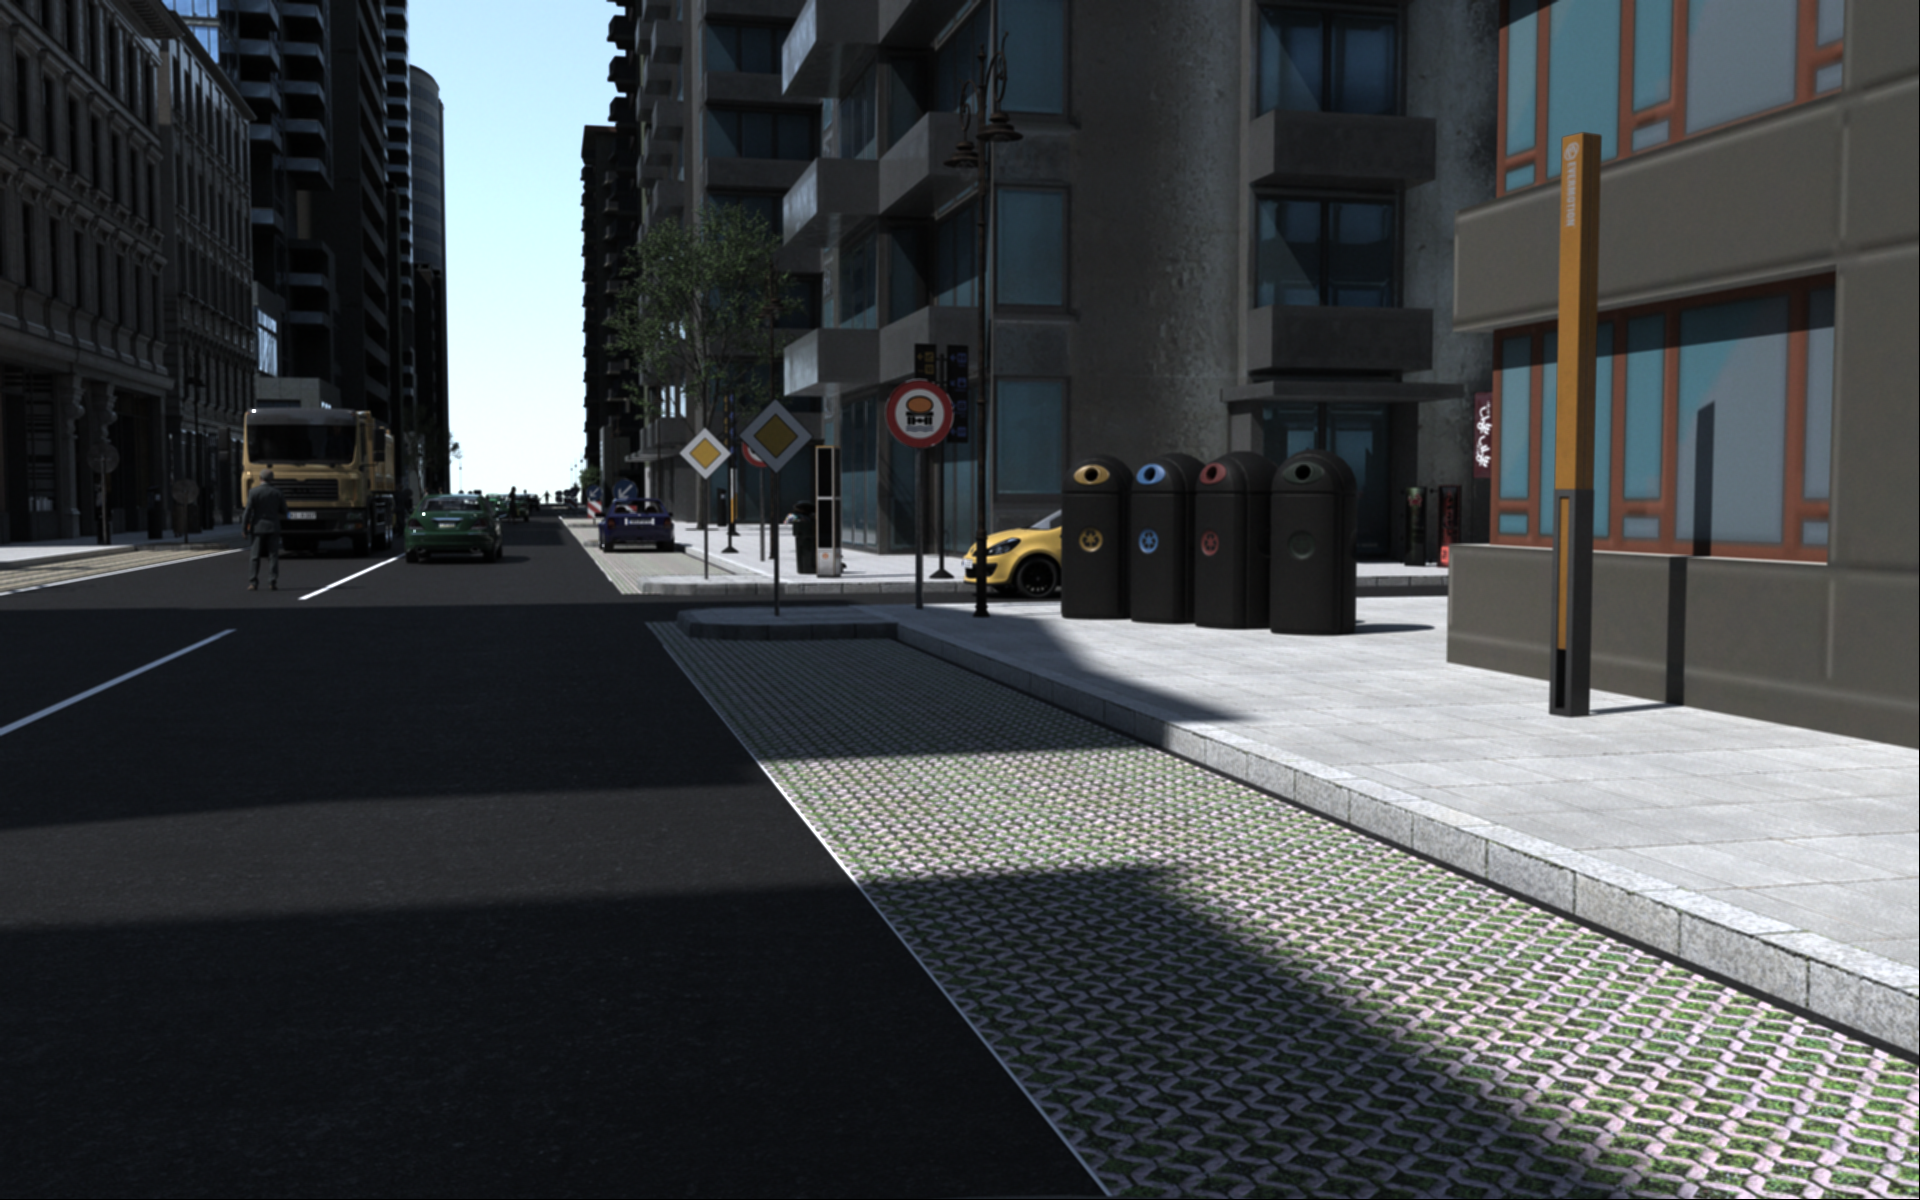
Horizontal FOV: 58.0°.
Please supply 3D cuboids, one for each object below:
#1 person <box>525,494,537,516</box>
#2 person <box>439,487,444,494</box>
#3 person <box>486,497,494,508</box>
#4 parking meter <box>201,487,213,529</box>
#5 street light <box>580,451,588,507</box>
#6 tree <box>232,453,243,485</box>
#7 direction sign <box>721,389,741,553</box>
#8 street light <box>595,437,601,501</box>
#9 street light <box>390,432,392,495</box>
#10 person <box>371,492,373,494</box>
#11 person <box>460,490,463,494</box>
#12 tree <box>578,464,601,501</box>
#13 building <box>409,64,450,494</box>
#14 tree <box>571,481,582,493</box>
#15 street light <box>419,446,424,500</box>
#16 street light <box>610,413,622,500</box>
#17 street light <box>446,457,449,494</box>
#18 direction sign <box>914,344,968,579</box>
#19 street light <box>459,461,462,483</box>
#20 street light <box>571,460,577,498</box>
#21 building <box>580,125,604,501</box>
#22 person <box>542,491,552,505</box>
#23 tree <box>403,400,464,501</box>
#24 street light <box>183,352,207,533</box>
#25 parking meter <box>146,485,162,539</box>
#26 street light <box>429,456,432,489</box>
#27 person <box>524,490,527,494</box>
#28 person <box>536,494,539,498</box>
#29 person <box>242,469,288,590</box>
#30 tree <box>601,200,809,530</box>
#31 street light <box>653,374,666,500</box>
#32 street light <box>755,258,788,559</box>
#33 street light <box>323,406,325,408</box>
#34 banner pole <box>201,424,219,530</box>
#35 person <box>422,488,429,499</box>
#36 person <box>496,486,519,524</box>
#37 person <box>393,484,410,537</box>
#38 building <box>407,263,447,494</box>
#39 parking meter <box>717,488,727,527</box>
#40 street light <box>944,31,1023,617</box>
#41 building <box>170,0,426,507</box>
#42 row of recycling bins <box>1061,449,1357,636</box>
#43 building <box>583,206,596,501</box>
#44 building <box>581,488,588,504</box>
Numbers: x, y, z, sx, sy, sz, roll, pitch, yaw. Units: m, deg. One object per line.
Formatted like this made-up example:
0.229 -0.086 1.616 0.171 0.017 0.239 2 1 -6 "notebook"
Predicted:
-28.484 -6.281 114.454 1.065 1.426 0.557 -1 4 -22 "person"
-27.638 -5.100 92.224 0.374 1.781 0.599 0 4 6 "person"
-20.962 -3.934 77.106 0.425 1.301 0.394 0 4 -1 "person"
-27.525 -3.359 63.329 0.372 1.533 0.369 0 3 0 "parking meter"
-37.518 -12.276 173.508 0.468 5.910 1.993 -1 4 -14 "street light"
-28.120 -4.570 69.321 1.663 3.219 1.824 0 3 0 "tree"
-5.027 -2.798 37.751 0.379 3.537 0.876 -1 4 -21 "direction sign"
-29.514 -10.295 141.108 0.468 5.910 1.993 -1 4 -14 "street light"
-42.680 -9.615 129.988 0.468 5.910 1.993 -1 4 -14 "street light"
-26.546 -4.227 77.735 0.709 1.813 0.853 0 4 6 "person"
-40.129 -7.988 139.840 0.721 1.736 1.217 -1 4 -20 "person"
-39.091 -12.289 184.632 4.285 4.588 4.351 0 3 0 "tree"
-80.561 -42.238 232.596 21.231 58.520 28.212 -1 4 -14 "building"
-55.492 -15.612 249.855 1.663 3.219 1.824 0 3 0 "tree"
-50.574 -11.609 162.586 0.468 5.910 1.993 -1 4 -14 "street light"
-19.534 -7.723 99.051 0.468 5.910 1.993 -1 4 -14 "street light"
-62.535 -14.601 211.507 0.468 5.910 1.993 -1 4 -14 "street light"
-0.279 -2.099 26.316 0.876 3.537 0.379 -2 4 -24 "direction sign"
-70.251 -16.569 243.694 0.468 5.910 1.993 -1 4 -14 "street light"
-49.139 -15.219 221.624 0.468 5.910 1.993 -1 4 -14 "street light"
-33.384 -33.688 205.421 22.147 44.769 28.867 -1 4 -14 "building"
-52.364 -12.930 219.529 1.348 1.869 0.705 -1 4 -23 "person"
-53.036 -14.428 170.311 8.767 10.594 7.601 -1 4 -13 "tree"
-24.834 -5.112 56.371 0.468 5.910 1.993 -1 4 -14 "street light"
-22.912 -2.499 49.267 0.372 1.533 0.369 0 3 0 "parking meter"
-54.513 -12.583 178.514 0.468 5.910 1.993 -1 4 -14 "street light"
-38.915 -8.956 154.900 0.705 1.831 1.348 -1 4 -12 "person"
-57.069 -13.559 233.450 1.065 1.426 0.557 2 4 27 "person"
-10.397 -1.053 25.887 0.661 1.801 0.590 -2 4 -32 "person"
-9.034 -8.281 61.157 9.928 11.665 9.643 0 3 0 "tree"
-11.625 -5.756 66.893 0.468 5.910 1.993 -1 4 -14 "street light"
-3.693 -3.747 34.050 0.468 5.910 1.993 -1 4 -14 "street light"
-32.799 -7.138 89.495 0.468 5.910 1.993 -1 4 -14 "street light"
-26.865 -4.408 62.089 0.401 3.779 0.863 1 4 16 "banner pole"
-29.488 -5.304 95.553 0.374 1.781 0.599 -2 4 -27 "person"
-21.536 -4.492 82.163 0.699 1.804 1.509 3 5 43 "person"
-18.642 -2.993 57.864 0.534 1.772 0.576 0 4 -1 "person"
-71.057 -26.990 212.981 14.160 30.474 14.107 -1 4 -14 "building"
-9.391 -3.666 68.350 0.372 1.533 0.369 0 3 0 "parking meter"
0.224 -2.761 17.937 0.468 5.910 1.993 -1 4 -14 "street light"
-70.213 -53.556 188.314 22.319 86.520 31.000 -1 4 -14 "building"
2.385 -0.610 17.084 1.069 1.692 3.534 -3 5 -42 "row of recycling bins"
-46.759 -36.651 249.347 14.600 45.320 14.200 -1 4 -14 "building"
-34.519 -33.061 232.427 32.217 40.220 23.993 -1 4 -14 "building"
